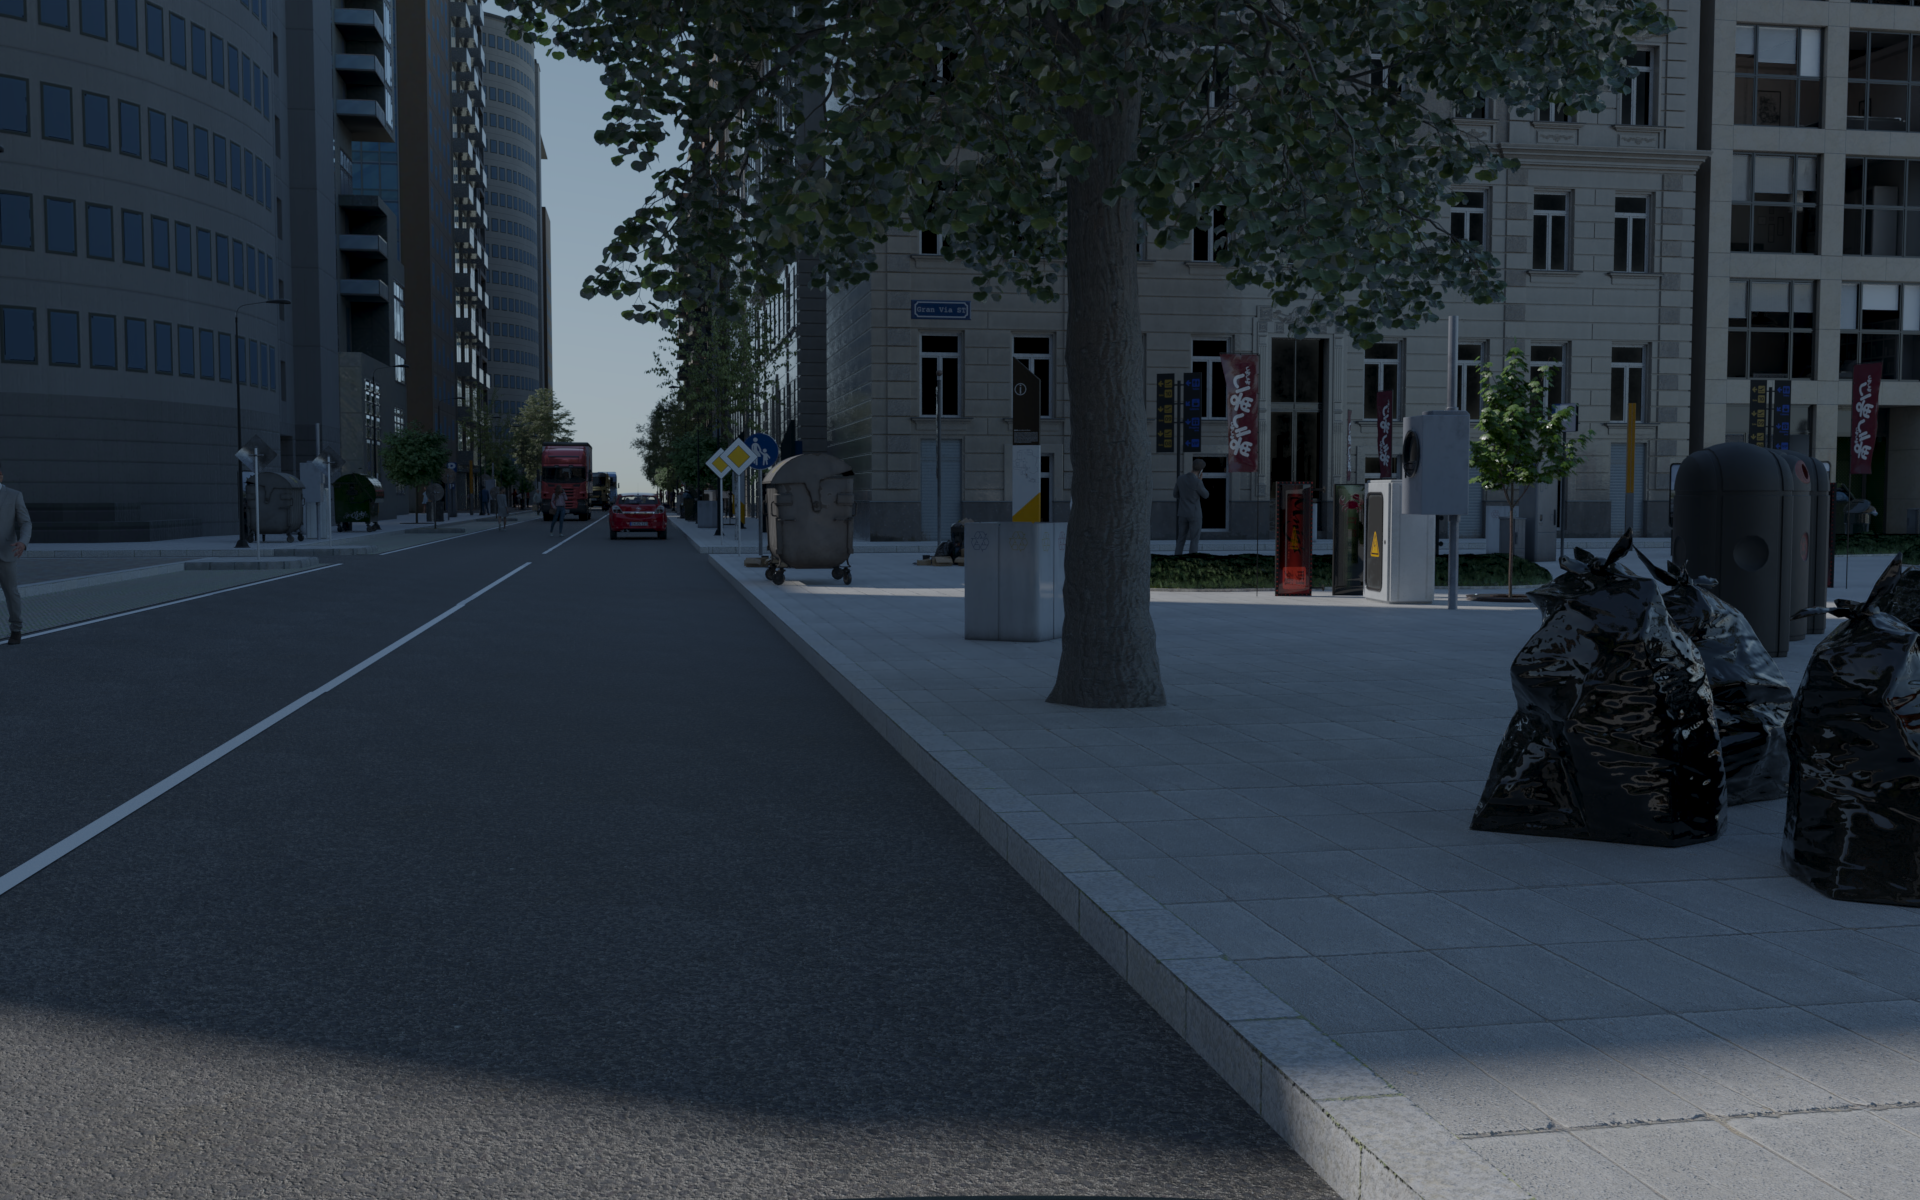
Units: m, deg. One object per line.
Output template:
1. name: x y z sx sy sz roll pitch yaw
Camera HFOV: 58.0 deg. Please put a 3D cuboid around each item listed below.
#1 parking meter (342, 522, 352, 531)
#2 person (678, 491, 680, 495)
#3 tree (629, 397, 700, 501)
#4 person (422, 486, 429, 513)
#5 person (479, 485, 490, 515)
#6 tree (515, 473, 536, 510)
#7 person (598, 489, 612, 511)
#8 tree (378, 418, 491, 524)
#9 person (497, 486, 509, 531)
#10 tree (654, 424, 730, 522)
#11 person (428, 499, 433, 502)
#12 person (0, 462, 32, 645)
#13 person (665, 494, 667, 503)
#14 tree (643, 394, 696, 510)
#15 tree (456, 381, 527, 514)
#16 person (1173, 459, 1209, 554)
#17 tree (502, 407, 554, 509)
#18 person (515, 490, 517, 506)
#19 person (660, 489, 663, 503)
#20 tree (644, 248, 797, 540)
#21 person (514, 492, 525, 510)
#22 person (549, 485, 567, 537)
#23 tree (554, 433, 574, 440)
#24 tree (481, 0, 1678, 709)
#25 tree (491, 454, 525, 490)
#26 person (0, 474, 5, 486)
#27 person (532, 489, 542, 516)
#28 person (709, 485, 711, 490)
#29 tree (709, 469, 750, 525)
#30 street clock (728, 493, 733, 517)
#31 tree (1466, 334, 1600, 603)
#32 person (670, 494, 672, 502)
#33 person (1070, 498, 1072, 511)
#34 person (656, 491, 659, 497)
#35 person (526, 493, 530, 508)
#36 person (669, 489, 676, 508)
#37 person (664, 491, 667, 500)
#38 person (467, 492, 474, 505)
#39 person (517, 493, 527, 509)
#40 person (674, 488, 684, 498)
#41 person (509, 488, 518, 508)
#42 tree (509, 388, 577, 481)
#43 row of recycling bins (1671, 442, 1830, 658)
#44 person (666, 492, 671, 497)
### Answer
1. parking meter: -21.314 -3.332 60.184 0.255 1.863 0.399 0 4 -3
2. person: -37.516 -13.773 231.242 0.705 1.823 1.348 0 4 -2
3. tree: -33.787 -17.460 202.474 9.611 12.733 9.660 0 3 0
4. person: -35.055 -6.587 113.836 0.778 1.811 0.616 -2 4 -32
5. person: -28.699 -6.018 104.616 0.721 1.800 0.419 -2 4 -35
6. tree: -36.217 -9.115 143.634 1.663 3.219 1.824 0 3 0
7. person: -29.421 -8.243 143.359 1.348 1.812 0.705 1 4 19
8. tree: -23.596 -5.579 74.929 4.285 4.588 4.351 0 3 0
9. person: -17.791 -3.555 67.370 0.466 1.731 0.760 -1 4 -8
10. tree: -12.116 -5.948 80.966 4.285 4.588 4.351 0 3 0
11. person: -24.559 -4.245 80.940 0.738 1.151 1.012 0 4 3
12. person: -9.045 -0.457 16.251 0.678 1.792 0.850 -1 4 -12
13. person: -43.672 -15.356 257.792 0.721 1.739 1.217 -1 4 -16
14. tree: -20.893 -10.757 126.247 4.360 8.622 3.978 0 3 0
15. tree: -30.863 -9.990 113.693 4.737 8.622 4.395 0 3 0
16. person: 3.757 -1.366 28.178 0.655 1.846 0.447 3 5 43
17. tree: -36.908 -12.075 147.787 4.360 8.622 3.978 0 3 0
18. person: -47.877 -11.036 187.006 0.721 1.766 1.217 0 4 -8
19. person: -32.147 -11.051 186.681 0.705 1.831 1.348 0 4 -6
20. tree: -6.355 -5.973 48.023 4.737 8.622 4.395 0 3 0
21. person: -35.492 -7.967 139.499 0.799 1.438 0.628 -3 5 -45
22. person: -13.601 -3.020 58.462 0.593 1.750 0.643 -2 4 -32
23. tree: -48.262 -15.821 209.042 4.737 8.622 4.395 0 3 0
24. tree: 0.873 -6.330 10.156 9.857 13.997 8.962 0 3 0
25. tree: -32.585 -8.478 122.330 4.285 4.588 4.351 0 3 0
26. person: -23.274 -2.184 41.848 0.778 1.811 0.616 1 4 17
27. person: -28.006 -6.463 114.649 0.515 1.767 0.782 2 4 33
28. person: -15.884 -6.348 109.604 0.755 1.850 0.659 2 4 28
29. tree: -9.412 -4.711 71.632 1.663 3.219 1.824 0 3 0
30. street clock: -12.721 -5.603 96.174 0.471 2.002 0.358 1 4 14
31. tree: 6.533 -1.601 20.783 1.663 3.219 1.824 0 3 0
32. person: -31.715 -11.240 190.733 0.530 1.710 0.541 -2 4 -32
33. person: 2.521 -1.825 36.108 0.478 1.798 0.641 1 4 20
34. person: -45.836 -15.610 262.210 0.756 1.711 0.436 -3 4 -38
35. person: -40.074 -9.467 160.773 0.705 1.831 1.348 -1 4 -9
36. person: -25.875 -9.125 155.686 0.568 1.767 0.683 2 4 31
37. person: -41.676 -14.637 246.143 1.217 1.735 0.721 -1 4 -11
38. person: -35.974 -7.215 127.193 0.628 1.438 0.799 -2 4 -35
39. person: -38.481 -8.924 152.040 1.348 1.812 0.705 2 4 24
40. person: -19.906 -7.169 123.963 1.217 1.736 0.721 -1 4 -23
41. person: -41.817 -9.566 162.416 0.705 1.831 1.348 2 4 25
42. tree: -44.763 -16.360 185.607 7.486 12.596 7.792 0 3 0
43. row of recycling bins: 6.840 -0.482 14.995 1.069 1.692 3.534 2 4 32
44. person: -30.174 -10.632 179.752 0.599 1.838 0.709 0 4 0
